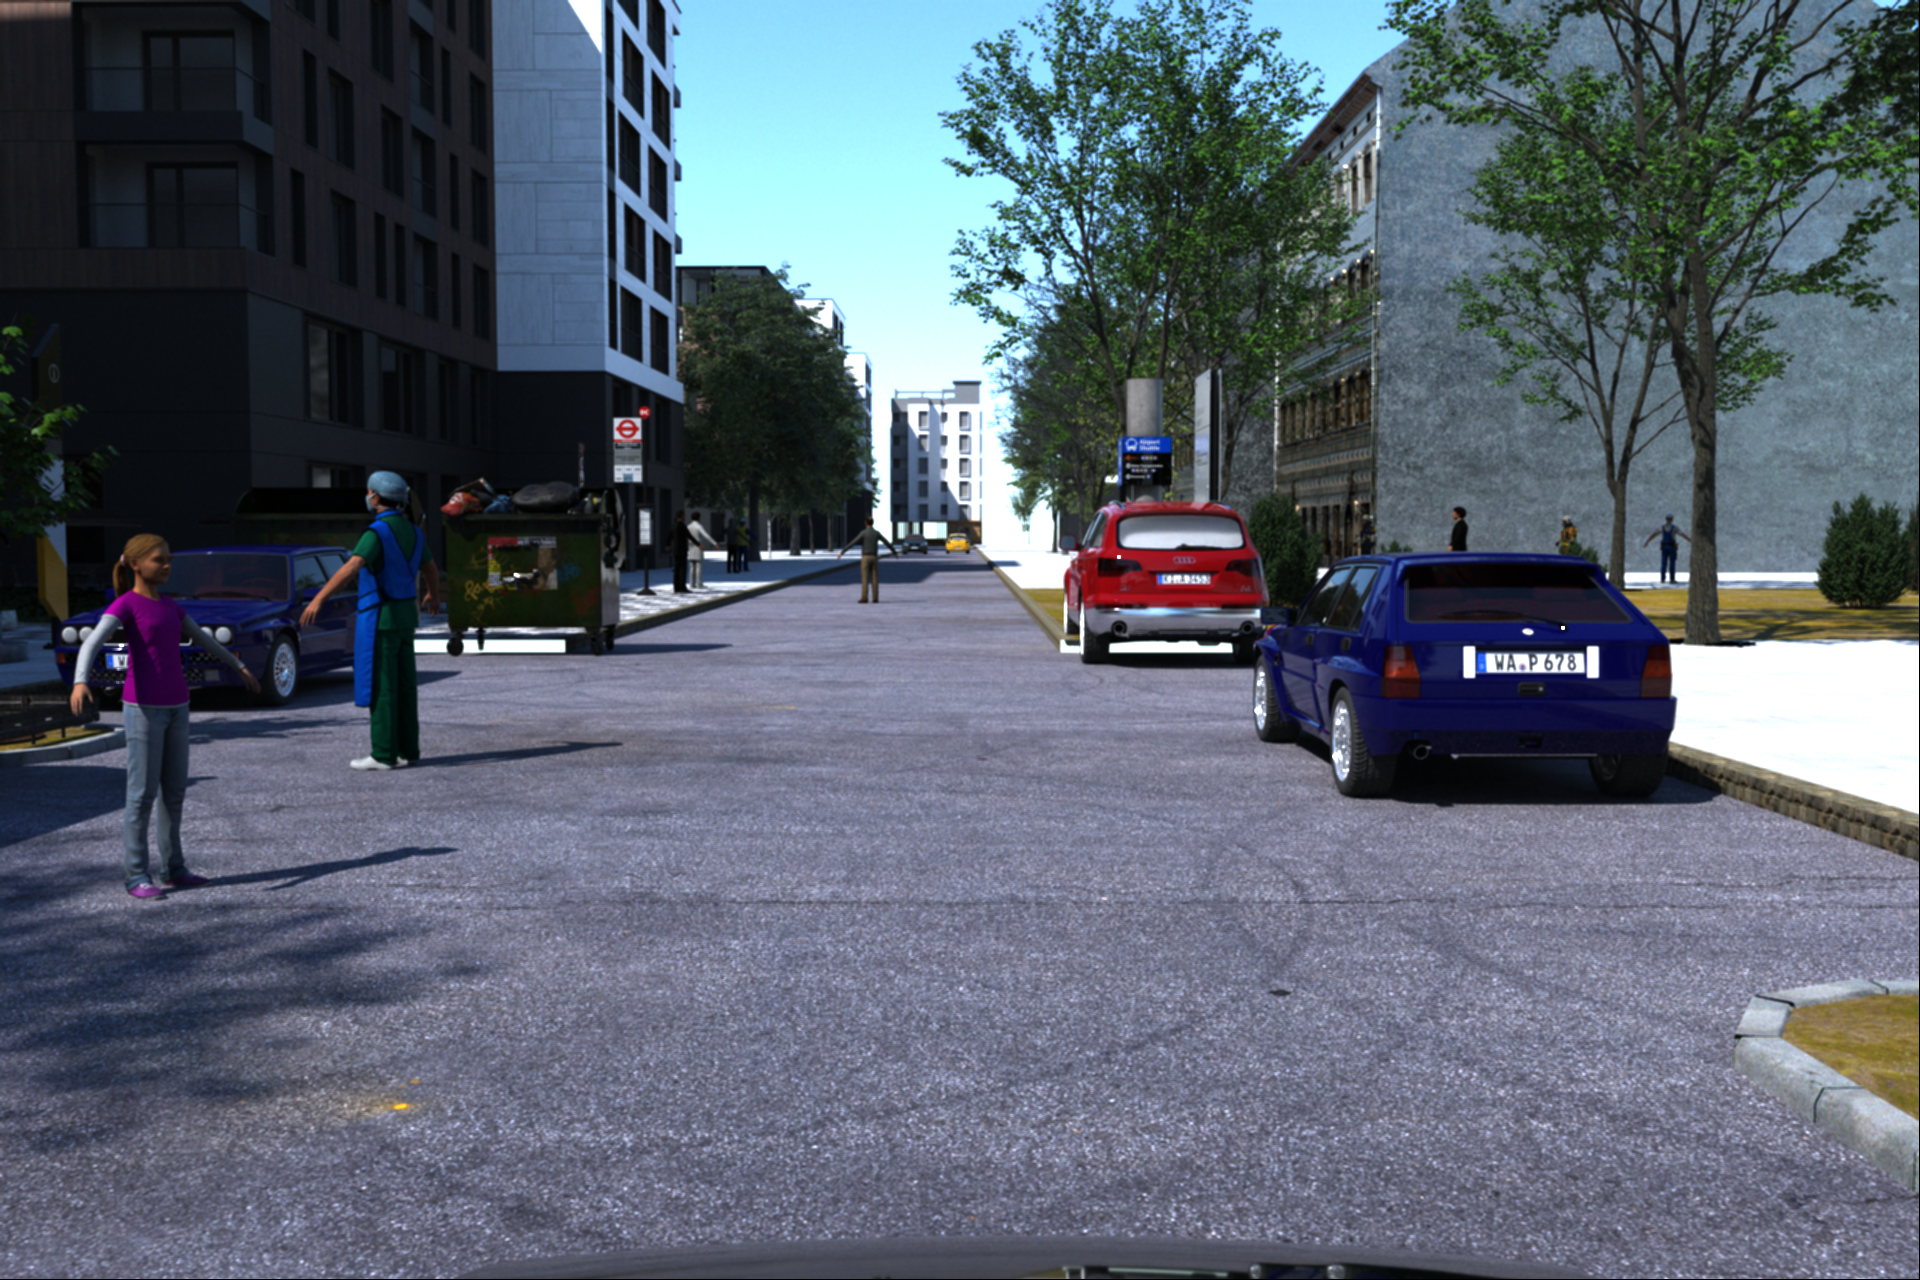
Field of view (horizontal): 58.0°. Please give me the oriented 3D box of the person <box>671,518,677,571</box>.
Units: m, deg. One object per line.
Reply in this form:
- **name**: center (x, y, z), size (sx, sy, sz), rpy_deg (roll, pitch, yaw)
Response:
- **person**: center (-9.762, -3.293, 59.779), size (0.705, 1.837, 1.347), rpy_deg (-2, 4, -32)

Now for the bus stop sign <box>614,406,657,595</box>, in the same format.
- **bus stop sign**: center (-6.806, -2.910, 36.281), size (0.855, 3.939, 0.416), rpy_deg (0, 4, -1)

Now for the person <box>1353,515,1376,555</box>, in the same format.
- **person**: center (12.091, -2.805, 51.641), size (0.705, 1.856, 1.354), rpy_deg (-1, 4, -11)

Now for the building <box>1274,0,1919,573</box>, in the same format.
- **building**: center (22.904, -14.350, 65.552), size (19.493, 23.208, 18.063), rpy_deg (0, 3, 0)

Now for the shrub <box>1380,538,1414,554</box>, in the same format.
- **shrub**: center (8.337, -1.344, 33.094), size (1.383, 1.207, 1.383), rpy_deg (0, 3, 0)

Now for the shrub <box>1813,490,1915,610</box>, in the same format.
- **shrub**: center (15.419, -1.536, 29.527), size (1.690, 2.028, 1.600), rpy_deg (0, 3, 0)

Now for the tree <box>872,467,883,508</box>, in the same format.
- **tree**: center (-13.268, -18.381, 218.652), size (7.486, 12.596, 7.792), rpy_deg (0, 3, 0)

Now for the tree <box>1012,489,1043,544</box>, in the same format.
- **tree**: center (8.488, -16.410, 218.669), size (4.737, 8.622, 4.395), rpy_deg (0, 3, 0)

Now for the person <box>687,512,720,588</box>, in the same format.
- **person**: center (-6.237, -2.137, 41.125), size (1.347, 1.806, 0.705), rpy_deg (3, 4, 38)

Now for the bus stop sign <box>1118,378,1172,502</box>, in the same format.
- **bus stop sign**: center (3.149, -2.482, 29.590), size (0.837, 3.901, 0.837), rpy_deg (0, 3, 0)

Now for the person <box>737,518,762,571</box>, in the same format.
- **person**: center (-7.458, -3.280, 59.593), size (1.349, 1.833, 0.705), rpy_deg (2, 4, 24)

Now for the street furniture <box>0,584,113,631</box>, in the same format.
- **street furniture**: center (-14.528, -0.512, 23.997), size (5.734, 0.657, 10.072), rpy_deg (1, 4, 8)

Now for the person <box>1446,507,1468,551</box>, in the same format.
- **person**: center (9.623, -1.672, 33.529), size (0.705, 1.806, 1.347), rpy_deg (2, 4, 24)

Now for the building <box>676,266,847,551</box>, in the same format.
- **building**: center (-25.025, -18.628, 148.535), size (27.936, 21.610, 32.646), rpy_deg (0, 4, 1)

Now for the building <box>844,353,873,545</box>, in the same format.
- **building**: center (-24.598, -21.364, 193.270), size (27.936, 21.610, 32.646), rpy_deg (0, 4, 0)

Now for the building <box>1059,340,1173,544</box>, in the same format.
- **building**: center (24.731, -21.203, 190.649), size (27.936, 21.610, 32.646), rpy_deg (0, 4, 0)

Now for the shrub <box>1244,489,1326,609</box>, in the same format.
- **shrub**: center (5.226, -1.482, 28.651), size (1.690, 2.028, 1.600), rpy_deg (0, 3, 0)

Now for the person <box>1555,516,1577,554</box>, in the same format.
- **person**: center (18.880, -2.945, 53.914), size (0.705, 1.858, 1.354), rpy_deg (0, 3, 0)

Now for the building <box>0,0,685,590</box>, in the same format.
- **building**: center (-25.103, -12.738, 52.235), size (27.936, 21.610, 32.646), rpy_deg (0, 4, 1)

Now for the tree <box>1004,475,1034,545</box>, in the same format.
- **tree**: center (8.065, -16.031, 212.466), size (4.360, 8.622, 3.978), rpy_deg (0, 3, 0)

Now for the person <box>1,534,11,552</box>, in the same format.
- **person**: center (-20.004, -1.763, 35.552), size (0.721, 1.740, 1.216), rpy_deg (1, 4, 20)

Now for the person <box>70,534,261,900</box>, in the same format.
- **person**: center (-3.153, 0.296, 6.889), size (0.599, 1.433, 0.991), rpy_deg (1, 4, 17)

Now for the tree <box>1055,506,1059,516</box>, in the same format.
- **tree**: center (14.418, -16.333, 217.409), size (4.360, 8.622, 3.978), rpy_deg (0, 3, 0)

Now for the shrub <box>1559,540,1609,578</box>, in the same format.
- **shrub**: center (9.930, -1.025, 27.868), size (1.383, 1.207, 1.383), rpy_deg (0, 3, 0)

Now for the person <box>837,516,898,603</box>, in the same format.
- **person**: center (-1.885, -1.666, 35.973), size (1.348, 1.796, 0.705), rpy_deg (-2, 4, -24)

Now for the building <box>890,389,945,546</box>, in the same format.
- **building**: center (-8.439, -21.939, 217.581), size (11.380, 20.090, 16.016), rpy_deg (0, 4, 4)

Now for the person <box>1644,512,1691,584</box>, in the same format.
- **person**: center (18.442, -2.396, 45.038), size (1.347, 1.847, 0.705), rpy_deg (3, 5, 40)

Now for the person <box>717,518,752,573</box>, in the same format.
- **person**: center (-7.476, -3.110, 56.978), size (1.348, 1.813, 0.705), rpy_deg (2, 4, 25)

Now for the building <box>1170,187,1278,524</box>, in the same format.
- **building**: center (21.722, -15.999, 92.507), size (19.493, 23.208, 18.063), rpy_deg (0, 3, 0)

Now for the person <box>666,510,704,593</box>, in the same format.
- **person**: center (-6.047, -1.922, 37.655), size (0.704, 1.802, 1.346), rpy_deg (-3, 5, -43)

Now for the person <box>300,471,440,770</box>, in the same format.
- **person**: center (-3.534, -0.125, 10.633), size (0.704, 1.817, 1.347), rpy_deg (1, 4, 16)
